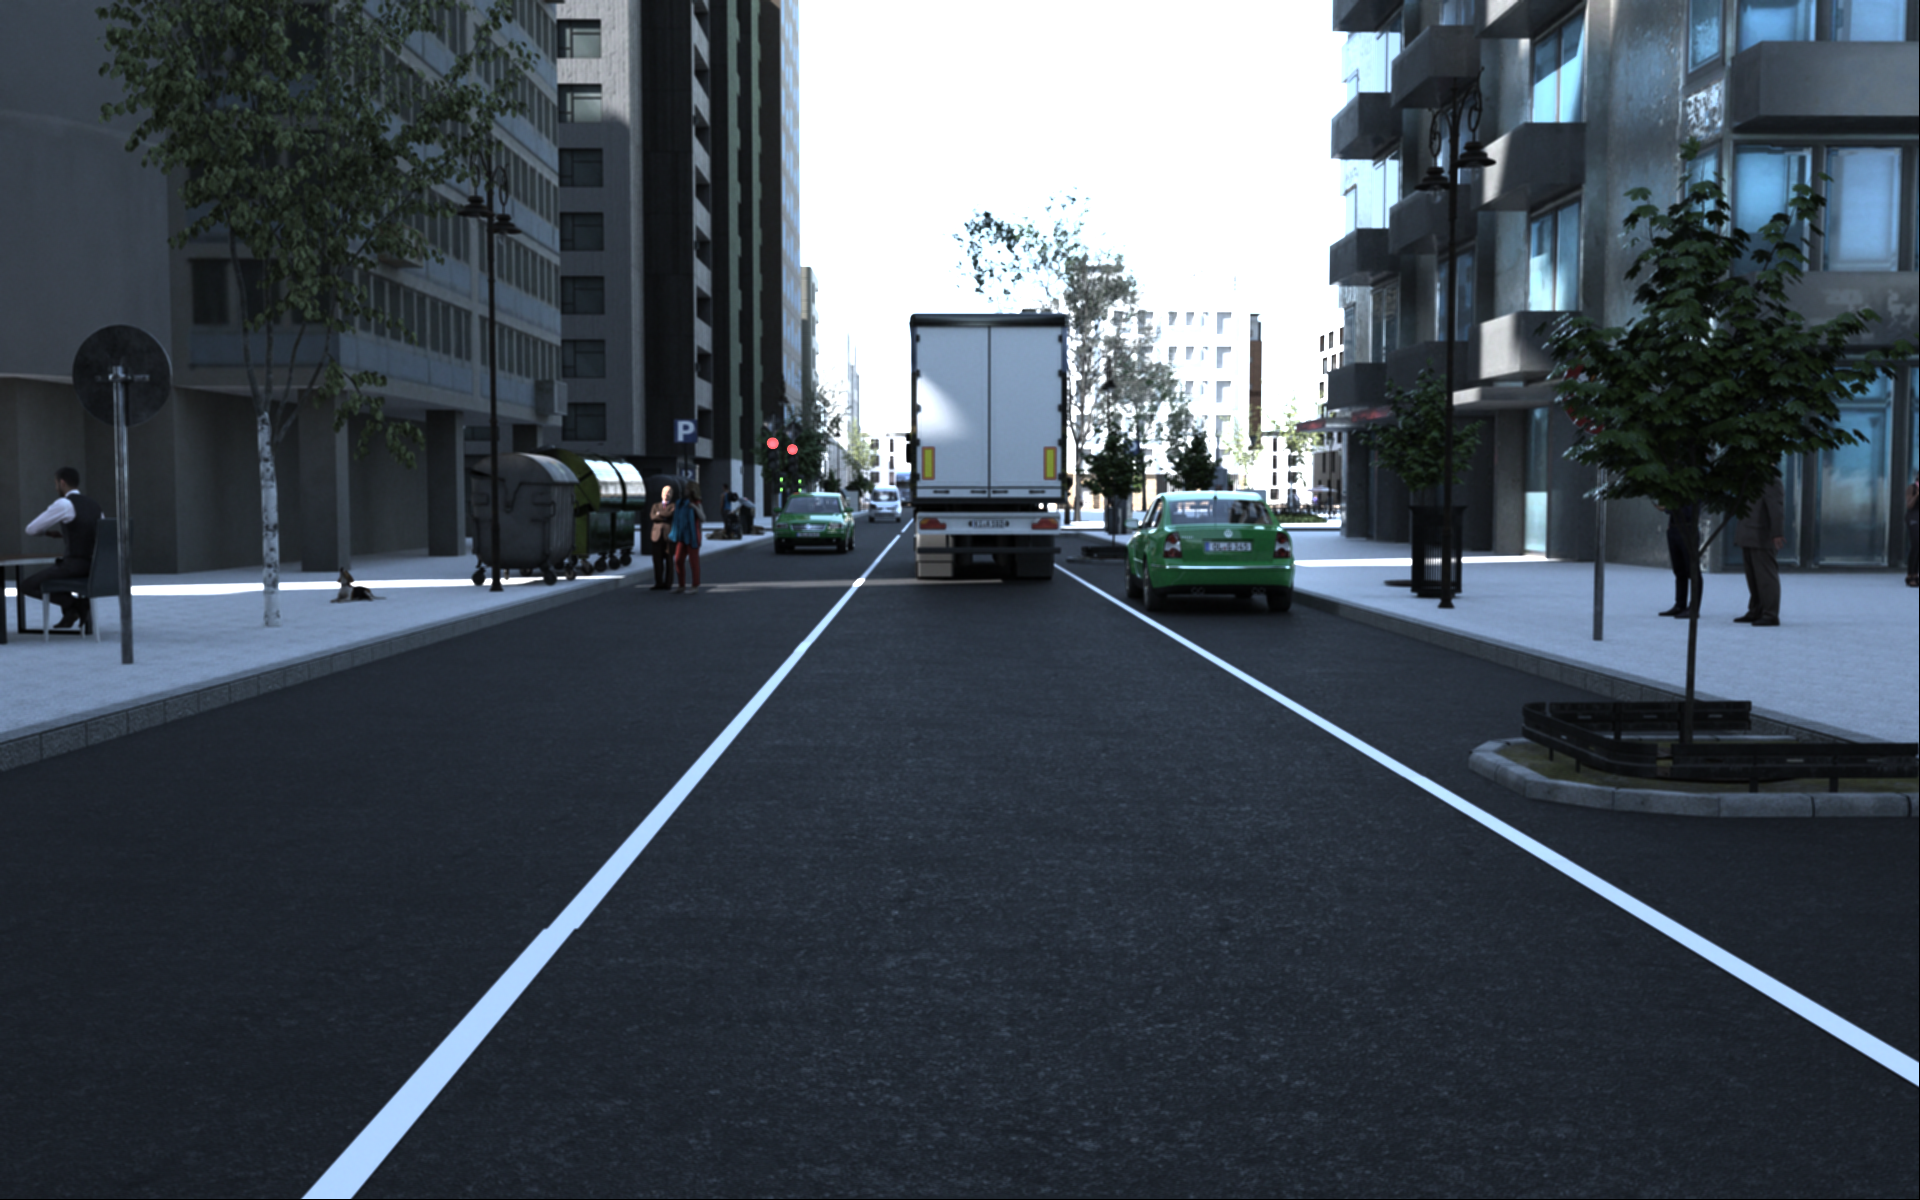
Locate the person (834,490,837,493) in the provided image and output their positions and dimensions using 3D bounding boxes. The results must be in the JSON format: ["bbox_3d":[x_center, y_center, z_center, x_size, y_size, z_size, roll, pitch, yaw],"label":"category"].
[{"bbox_3d":[-7.339,-5.633,100.841,0.574,1.496,0.600,2,4,26],"label":"person"}]

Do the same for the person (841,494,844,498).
[{"bbox_3d":[-3.942,-2.697,55.832,0.421,1.427,0.697,2,4,23],"label":"person"}]

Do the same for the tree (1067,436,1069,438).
[{"bbox_3d":[4.554,-13.177,133.576,7.486,12.596,7.792,0,3,0],"label":"tree"}]

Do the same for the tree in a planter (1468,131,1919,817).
[{"bbox_3d":[3.655,-0.695,8.582,1.991,3.239,1.994,0,4,-1],"label":"tree in a planter"}]

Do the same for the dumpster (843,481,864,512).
[{"bbox_3d":[-7.793,-7.550,125.933,1.502,2.255,1.985,0,4,-1],"label":"dumpster"}]

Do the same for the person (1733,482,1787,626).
[{"bbox_3d":[7.846,-0.637,17.016,0.434,1.755,0.990,0,4,6],"label":"person"}]

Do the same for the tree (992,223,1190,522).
[{"bbox_3d":[5.450,-10.301,78.788,12.009,13.543,11.850,0,3,0],"label":"tree"}]

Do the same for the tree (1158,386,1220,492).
[{"bbox_3d":[15.162,-10.157,116.431,4.360,8.622,3.978,0,3,0],"label":"tree"}]

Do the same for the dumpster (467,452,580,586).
[{"bbox_3d":[-6.274,-1.173,24.940,1.264,1.857,1.865,0,4,-1],"label":"dumpster"}]

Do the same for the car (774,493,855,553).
[{"bbox_3d":[-3.604,-2.103,43.180,1.959,1.807,4.718,0,4,0],"label":"car"}]

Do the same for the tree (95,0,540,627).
[{"bbox_3d":[-6.434,-4.038,16.377,4.737,8.622,4.395,0,3,0],"label":"tree"}]

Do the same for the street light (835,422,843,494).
[{"bbox_3d":[-7.441,-8.135,105.791,0.468,5.910,1.993,0,4,-1],"label":"street light"}]

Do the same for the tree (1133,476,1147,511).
[{"bbox_3d":[13.425,-8.406,132.032,1.663,3.219,1.824,0,3,0],"label":"tree"}]

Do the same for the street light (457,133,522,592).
[{"bbox_3d":[-6.123,-3.053,22.699,0.468,5.910,1.993,0,4,-1],"label":"street light"}]

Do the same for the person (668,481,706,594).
[{"bbox_3d":[-3.934,-0.901,24.930,0.444,1.614,0.593,-2,4,-25],"label":"person"}]

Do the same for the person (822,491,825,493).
[{"bbox_3d":[-10.929,-7.967,138.842,0.480,1.512,0.613,0,4,-4],"label":"person"}]

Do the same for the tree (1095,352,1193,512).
[{"bbox_3d":[13.284,-12.245,125.954,9.928,11.665,9.643,0,3,0],"label":"tree"}]

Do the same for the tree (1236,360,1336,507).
[{"bbox_3d":[18.379,-8.829,94.723,4.737,8.622,4.395,0,3,0],"label":"tree"}]

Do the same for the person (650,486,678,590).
[{"bbox_3d":[-4.401,-0.928,25.940,0.482,1.546,0.388,1,4,11],"label":"person"}]

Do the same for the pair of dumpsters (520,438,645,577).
[{"bbox_3d":[-6.346,-1.609,28.794,1.574,2.255,4.437,0,4,-1],"label":"pair of dumpsters"}]

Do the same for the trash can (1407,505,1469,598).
[{"bbox_3d":[5.922,-0.603,21.509,0.748,1.137,0.748,0,3,0],"label":"trash can"}]

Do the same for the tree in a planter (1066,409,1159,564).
[{"bbox_3d":[3.254,-2.404,36.525,1.991,3.239,1.994,0,4,-1],"label":"tree in a planter"}]

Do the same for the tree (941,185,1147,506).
[{"bbox_3d":[5.994,-15.189,104.224,12.611,20.169,13.585,0,3,0],"label":"tree"}]

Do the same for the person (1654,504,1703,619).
[{"bbox_3d":[7.467,-0.690,18.030,0.504,1.737,0.576,0,4,-8],"label":"person"}]

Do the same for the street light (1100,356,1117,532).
[{"bbox_3d":[4.978,-5.219,58.120,0.468,5.910,1.993,0,4,-1],"label":"street light"}]

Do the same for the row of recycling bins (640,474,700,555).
[{"bbox_3d":[-6.293,-1.885,37.936,1.069,1.692,3.534,0,4,-1],"label":"row of recycling bins"}]

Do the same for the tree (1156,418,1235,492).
[{"bbox_3d":[6.060,-3.046,44.406,1.663,3.219,1.824,0,3,0],"label":"tree"}]

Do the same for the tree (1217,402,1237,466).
[{"bbox_3d":[22.740,-11.551,139.223,4.737,8.622,4.395,0,3,0],"label":"tree"}]

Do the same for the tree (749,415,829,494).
[{"bbox_3d":[-7.110,-5.403,72.060,4.285,4.588,4.351,0,3,0],"label":"tree"}]

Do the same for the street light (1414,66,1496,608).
[{"bbox_3d":[5.478,-2.847,19.341,0.468,5.910,1.993,0,4,-1],"label":"street light"}]

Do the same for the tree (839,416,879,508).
[{"bbox_3d":[-9.367,-12.997,162.866,4.737,8.622,4.395,0,3,0],"label":"tree"}]

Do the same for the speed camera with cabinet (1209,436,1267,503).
[{"bbox_3d":[9.390,-3.953,58.961,2.038,3.252,0.660,0,4,-7],"label":"speed camera with cabinet"}]

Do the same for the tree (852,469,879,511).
[{"bbox_3d":[-7.652,-8.477,133.193,1.663,3.219,1.824,0,3,0],"label":"tree"}]

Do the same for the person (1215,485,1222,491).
[{"bbox_3d":[6.264,-1.998,41.401,0.574,1.496,0.600,2,4,32],"label":"person"}]

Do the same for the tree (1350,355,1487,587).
[{"bbox_3d":[6.572,-1.806,24.135,1.663,3.219,1.824,0,3,0],"label":"tree"}]

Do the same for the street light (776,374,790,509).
[{"bbox_3d":[-6.794,-5.742,66.675,0.468,5.910,1.993,0,4,-1],"label":"street light"}]

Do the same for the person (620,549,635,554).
[{"bbox_3d":[-7.090,-1.642,36.802,0.340,1.345,0.435,-1,4,-10],"label":"person"}]

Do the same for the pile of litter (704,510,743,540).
[{"bbox_3d":[-6.661,-2.133,48.833,1.176,0.858,1.719,1,4,12],"label":"pile of litter"}]

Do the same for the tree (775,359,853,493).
[{"bbox_3d":[-7.764,-8.776,93.852,4.360,8.622,3.978,0,3,0],"label":"tree"}]

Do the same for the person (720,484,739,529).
[{"bbox_3d":[-7.143,-2.763,53.085,0.662,1.594,0.647,2,4,26],"label":"person"}]

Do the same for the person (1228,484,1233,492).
[{"bbox_3d":[8.782,-2.975,56.561,0.662,1.594,0.647,-2,4,-25],"label":"person"}]

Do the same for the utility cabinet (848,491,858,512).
[{"bbox_3d":[-7.643,-6.827,120.308,1.173,1.500,0.318,0,4,-3],"label":"utility cabinet"}]

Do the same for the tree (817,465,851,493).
[{"bbox_3d":[-8.544,-7.386,115.369,1.663,3.219,1.824,0,3,0],"label":"tree"}]

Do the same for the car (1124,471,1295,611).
[{"bbox_3d":[3.169,-0.842,22.565,1.959,1.807,4.718,0,4,0],"label":"car"}]
